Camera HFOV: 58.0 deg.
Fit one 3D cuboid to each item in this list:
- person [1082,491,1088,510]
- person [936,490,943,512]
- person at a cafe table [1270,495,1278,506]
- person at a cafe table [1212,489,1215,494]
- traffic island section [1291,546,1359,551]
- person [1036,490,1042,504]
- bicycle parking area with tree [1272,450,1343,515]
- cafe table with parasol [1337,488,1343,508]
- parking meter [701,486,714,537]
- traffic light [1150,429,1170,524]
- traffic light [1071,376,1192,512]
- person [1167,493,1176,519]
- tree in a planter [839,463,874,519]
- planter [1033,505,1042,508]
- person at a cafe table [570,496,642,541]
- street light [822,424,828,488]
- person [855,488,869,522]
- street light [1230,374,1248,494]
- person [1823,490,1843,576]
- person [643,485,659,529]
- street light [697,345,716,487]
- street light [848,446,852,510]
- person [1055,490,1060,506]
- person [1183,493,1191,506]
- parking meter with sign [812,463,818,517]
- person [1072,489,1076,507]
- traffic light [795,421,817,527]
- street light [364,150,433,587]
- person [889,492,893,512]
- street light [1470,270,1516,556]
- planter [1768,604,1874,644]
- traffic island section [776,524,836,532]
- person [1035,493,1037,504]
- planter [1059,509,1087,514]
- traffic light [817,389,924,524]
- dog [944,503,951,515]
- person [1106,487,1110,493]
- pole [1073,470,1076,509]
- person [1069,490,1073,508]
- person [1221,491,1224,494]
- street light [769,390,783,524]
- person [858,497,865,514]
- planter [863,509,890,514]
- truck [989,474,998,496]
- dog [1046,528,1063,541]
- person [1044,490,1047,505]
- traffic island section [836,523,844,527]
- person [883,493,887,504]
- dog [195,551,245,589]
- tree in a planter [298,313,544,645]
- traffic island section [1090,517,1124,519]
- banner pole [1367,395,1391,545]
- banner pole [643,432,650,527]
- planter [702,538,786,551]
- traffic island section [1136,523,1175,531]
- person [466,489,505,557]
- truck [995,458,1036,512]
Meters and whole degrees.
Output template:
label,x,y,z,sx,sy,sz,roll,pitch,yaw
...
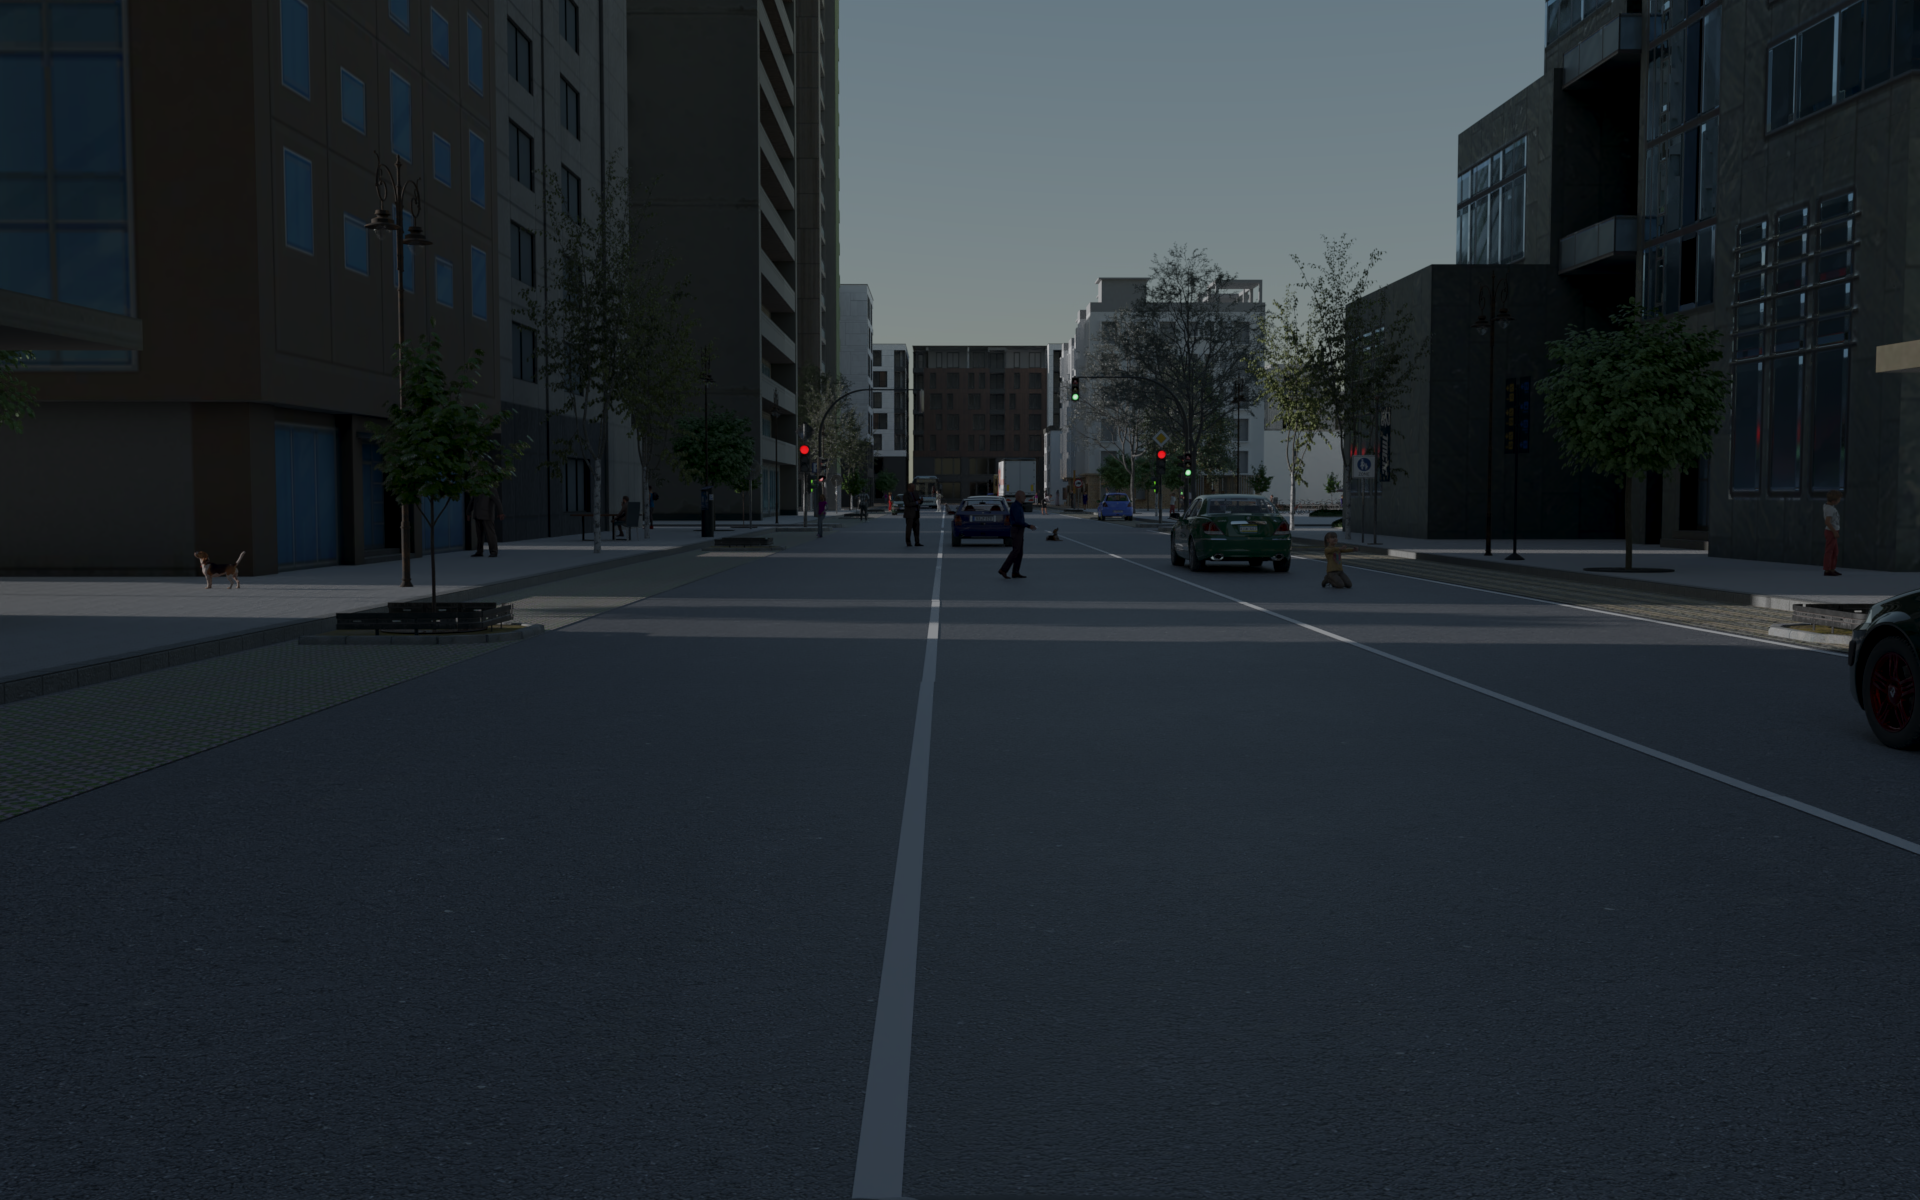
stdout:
label,x,y,z,sx,sy,sz,roll,pitch,yaw
person,9.966,-7.941,138.247,0.453,1.535,0.546,0,4,-2
person,-1.732,-8.058,140.967,0.376,1.734,0.841,2,4,34
person at a cafe table,20.970,-6.567,118.230,1.698,1.238,1.726,-2,4,-31
person at a cafe table,12.821,-4.756,86.276,1.698,1.524,1.622,-2,4,-31
traffic island section,8.951,-1.298,44.093,1.991,0.108,1.994,0,4,0
person,9.754,-12.673,213.793,0.990,1.755,0.434,3,5,41
bicycle parking area with tree,23.432,-7.582,110.971,8.231,4.147,9.016,-1,4,-20
cafe table with parasol,26.771,-6.925,118.090,2.610,1.966,2.610,-1,4,-13
parking meter,-7.514,-2.637,51.530,0.372,1.533,0.369,0,3,0
traffic light,8.663,-5.260,74.915,0.839,4.253,0.868,0,4,0
traffic light,6.637,-5.633,66.771,4.771,5.953,1.251,0,4,0
person,10.925,-4.857,89.367,0.340,1.345,0.435,2,4,31
tree in a planter,-5.939,-6.254,99.470,1.991,3.239,1.994,0,4,0
planter,7.870,-9.544,177.187,1.991,0.319,1.994,0,4,0
person at a cafe table,-9.490,-2.247,47.594,1.726,1.238,1.698,3,5,41
street light,-8.317,-8.115,105.466,0.468,5.910,1.993,0,4,0
person,-4.950,-4.863,88.731,0.841,1.734,0.376,2,4,31
street light,10.698,-5.737,66.582,0.468,5.910,1.993,0,4,0
person,13.703,-1.052,27.152,0.340,1.345,0.435,1,4,16
person,-11.321,-3.387,63.298,0.662,1.594,0.647,0,4,6
street light,-7.903,-4.965,53.963,0.468,5.910,1.993,0,4,0
street light,-8.618,-9.962,135.667,0.468,5.910,1.993,0,4,0
person,10.461,-10.923,185.298,0.621,1.740,0.551,0,4,-5
person,14.589,-6.284,110.991,0.614,1.554,0.590,-1,4,-14
parking meter with sign,-7.928,-6.151,96.827,0.543,3.016,1.738,0,4,0
person,10.935,-9.789,166.769,0.621,1.740,0.551,-1,4,-19
traffic light,-5.953,-4.763,66.794,0.839,4.253,0.868,0,4,0
street light,-7.649,-3.118,23.761,0.468,5.910,1.993,0,4,0
person,-5.567,-7.919,139.686,0.444,1.614,0.593,1,4,10
street light,10.998,-3.859,35.880,0.468,5.910,1.993,0,4,0
planter,9.177,0.244,17.143,1.991,0.319,1.994,0,4,0
traffic island section,-5.993,-2.731,66.928,2.009,0.180,2.903,0,4,0
person,9.768,-13.000,221.816,0.991,1.433,0.599,-1,4,-19
planter,8.271,-6.465,126.844,1.991,0.319,1.994,0,4,0
traffic light,-3.927,-6.126,74.831,4.771,5.953,1.251,0,4,0
dog,-0.747,-6.103,116.617,0.513,0.831,0.800,-1,4,-15
person,9.896,-6.659,115.642,0.376,1.734,0.841,0,3,0
pole,9.754,-9.412,147.726,0.158,3.312,0.155,0,3,0
person,10.140,-9.271,158.429,0.445,1.727,0.742,-3,4,-36
person,11.902,-4.206,78.042,0.726,1.435,0.776,2,4,31
street light,-7.978,-6.268,75.265,0.468,5.910,1.993,0,4,0
person,-6.723,-6.730,119.255,0.841,1.734,0.376,1,4,14
planter,-6.155,-6.449,126.575,1.991,0.319,1.994,0,4,0
truck,4.589,-10.594,169.143,3.469,3.379,9.791,0,3,0
dog,2.896,-2.010,53.049,0.550,0.427,0.748,0,4,5
person,10.020,-11.820,200.027,0.721,1.743,1.217,0,4,-7
traffic island section,-6.058,-3.219,74.913,2.009,0.180,2.903,0,4,0
person,-9.209,-12.615,215.514,0.991,1.433,0.599,-2,4,-24
dog,-10.024,-0.406,23.463,0.540,0.507,0.406,-3,5,-43
tree in a planter,-5.270,-1.225,17.249,1.991,3.239,1.994,0,4,0
traffic island section,8.490,-4.699,99.693,1.991,0.108,1.994,0,4,0
banner pole,10.636,-3.285,43.728,0.401,3.779,0.863,-1,4,-20
banner pole,-12.458,-4.739,67.492,0.863,3.779,0.401,0,4,2
planter,-5.483,-1.415,44.281,1.991,0.319,1.994,0,4,0
traffic island section,8.703,-3.226,75.029,2.009,0.180,2.903,0,4,0
person,-9.677,-1.752,35.234,0.990,1.755,0.434,2,4,30
truck,4.496,-9.278,140.615,2.839,4.237,11.283,0,4,-2
